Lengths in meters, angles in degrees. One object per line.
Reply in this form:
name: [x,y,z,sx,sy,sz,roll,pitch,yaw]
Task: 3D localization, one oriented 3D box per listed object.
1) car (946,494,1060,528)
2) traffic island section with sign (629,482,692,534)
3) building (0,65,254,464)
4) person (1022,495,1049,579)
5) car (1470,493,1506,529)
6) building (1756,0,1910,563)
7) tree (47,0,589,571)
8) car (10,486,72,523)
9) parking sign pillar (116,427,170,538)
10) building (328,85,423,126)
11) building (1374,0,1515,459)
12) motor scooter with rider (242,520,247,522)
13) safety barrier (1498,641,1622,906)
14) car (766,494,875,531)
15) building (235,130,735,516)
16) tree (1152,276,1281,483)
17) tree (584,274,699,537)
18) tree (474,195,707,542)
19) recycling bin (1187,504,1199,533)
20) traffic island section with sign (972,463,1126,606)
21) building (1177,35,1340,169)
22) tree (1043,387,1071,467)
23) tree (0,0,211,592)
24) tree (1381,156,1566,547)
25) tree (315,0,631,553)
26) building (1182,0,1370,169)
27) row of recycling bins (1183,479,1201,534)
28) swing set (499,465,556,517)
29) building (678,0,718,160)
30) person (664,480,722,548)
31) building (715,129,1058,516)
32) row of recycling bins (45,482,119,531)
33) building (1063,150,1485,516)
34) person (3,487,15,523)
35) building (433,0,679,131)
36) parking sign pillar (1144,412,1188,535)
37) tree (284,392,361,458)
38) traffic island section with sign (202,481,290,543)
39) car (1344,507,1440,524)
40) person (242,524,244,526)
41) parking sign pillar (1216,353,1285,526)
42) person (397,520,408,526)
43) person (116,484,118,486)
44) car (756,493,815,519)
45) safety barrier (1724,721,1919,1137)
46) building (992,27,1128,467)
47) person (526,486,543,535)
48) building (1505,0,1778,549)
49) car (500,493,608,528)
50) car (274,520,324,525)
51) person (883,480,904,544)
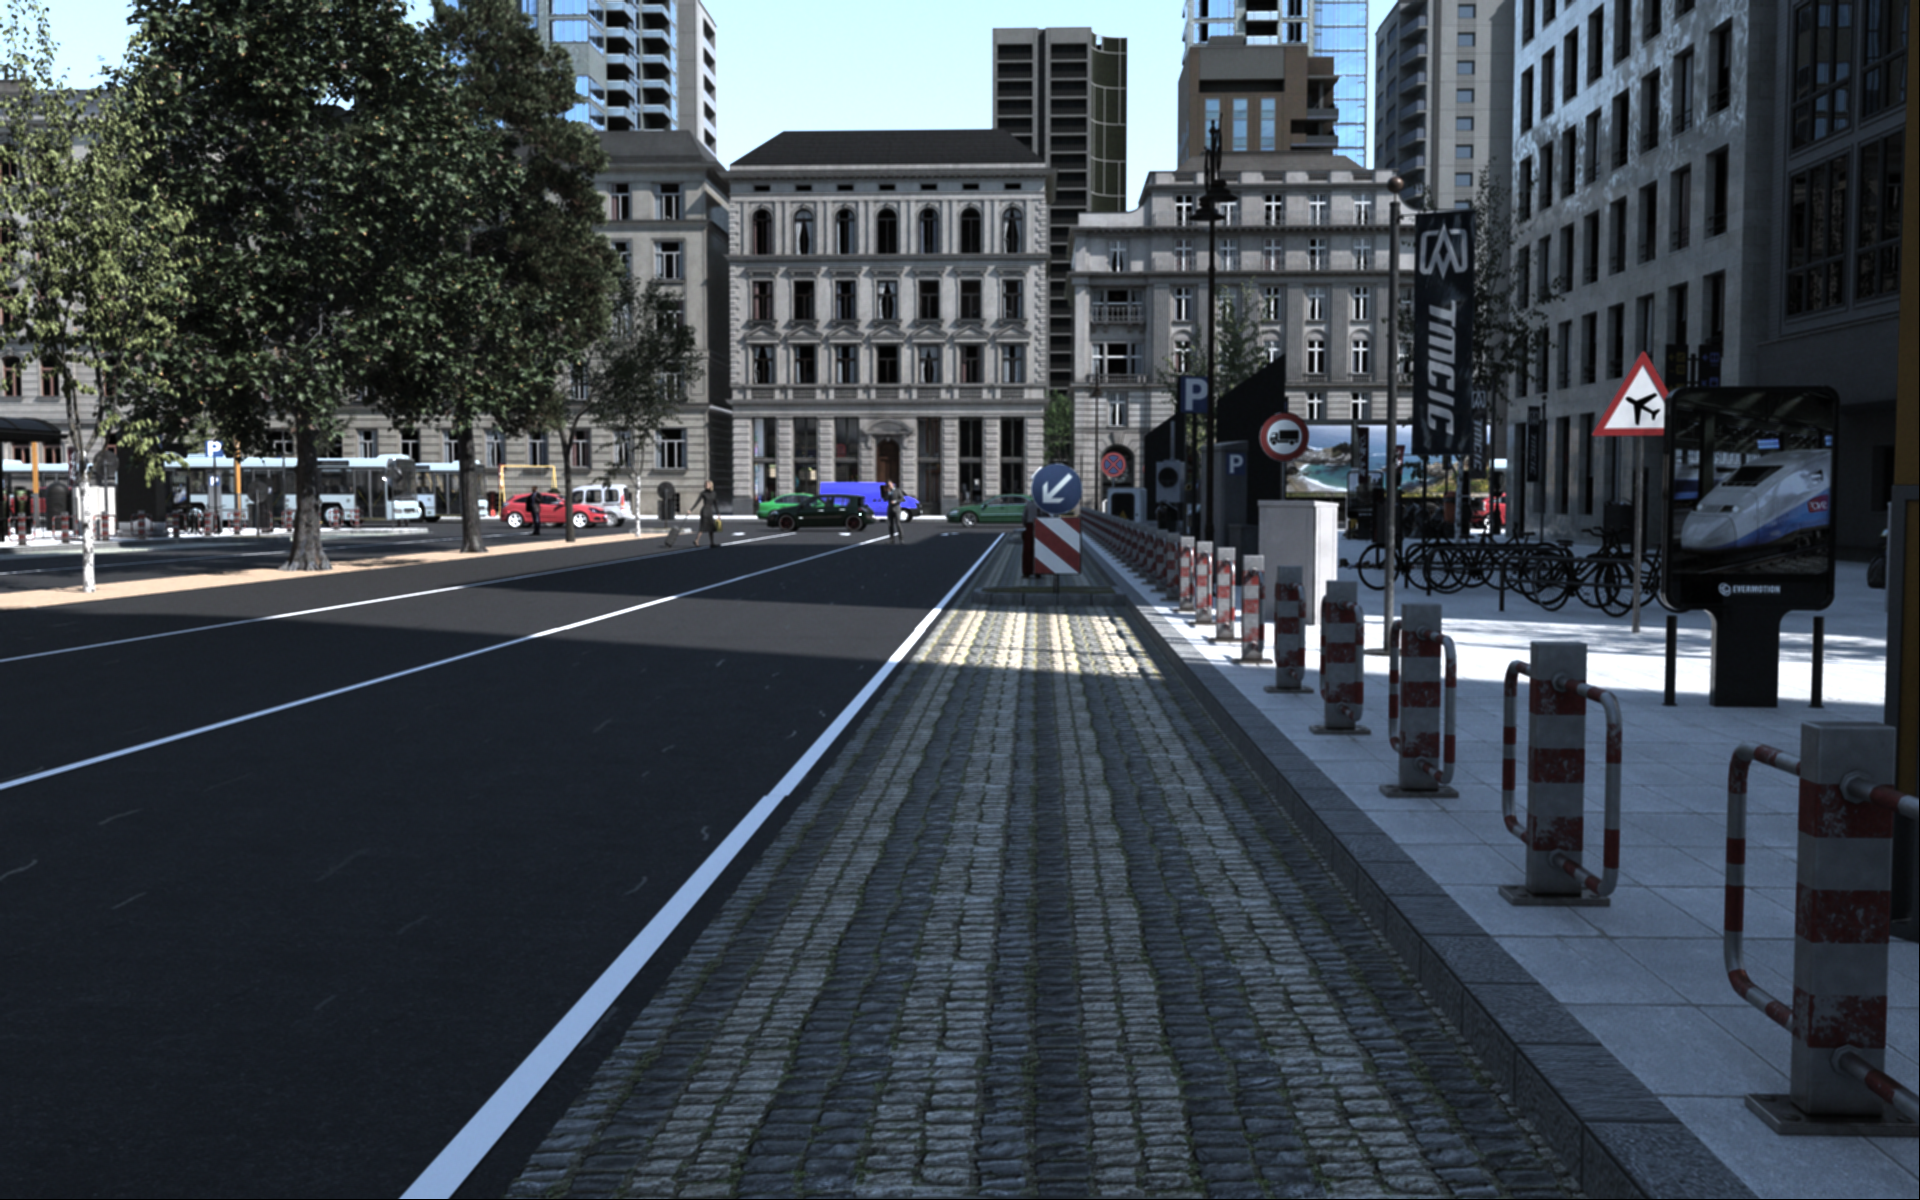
car: [1.848,-3.858,74.871,4.920,1.459,2.131,0,4,1]
traffic island section with sign: [-10.892,-3.380,63.404,2.006,1.907,1.989,0,4,3]
building: [-55.927,-19.778,110.767,23.554,28.519,14.401,0,4,3]
person: [1.258,-1.121,29.302,0.523,1.526,0.387,2,4,29]
car: [22.369,-3.658,68.844,4.494,1.783,2.155,0,4,2]
building: [21.772,-13.919,21.079,14.314,27.812,24.014,0,4,3]
tree: [-12.238,-6.899,32.271,9.611,12.733,9.660,0,3,0]
car: [-44.252,-4.611,84.059,5.304,1.827,2.281,0,4,2]
parking sign pillar: [-24.197,-3.834,51.156,1.447,3.967,1.447,1,4,12]
building: [-67.646,-35.427,202.934,21.600,48.544,21.300,0,4,3]
building: [63.103,-40.077,197.253,28.212,58.520,21.231,0,4,3]
motor scooter with rider: [-37.573,-4.915,89.331,1.986,1.779,0.876,0,4,4]
safety barrier: [1.875,0.540,5.450,0.300,0.817,1.120,0,4,3]
car: [-5.392,-3.511,67.185,4.222,1.686,2.009,0,4,4]
building: [-28.896,-16.960,110.573,30.059,22.955,16.112,0,4,3]
tree: [8.947,-6.631,58.773,4.737,8.622,4.395,0,3,0]
tree: [-10.726,-6.409,57.608,4.360,8.622,3.978,0,3,0]
tree: [-11.538,-7.012,51.510,8.767,10.594,7.601,0,4,3]
recycling bin: [6.336,-2.008,45.381,0.722,1.027,0.722,1,4,13]
traffic island section with sign: [1.169,-0.878,22.980,1.989,1.847,2.006,0,4,3]
building: [28.818,-31.849,170.844,14.600,45.320,14.200,0,4,3]
tree: [10.251,-14.801,167.752,9.928,11.665,9.643,0,3,0]
tree: [-12.607,-4.392,24.632,4.737,8.622,4.395,0,3,0]
tree: [11.298,-5.409,38.807,4.360,8.622,3.978,0,3,0]
tree: [-12.078,-8.084,42.050,7.806,13.903,7.818,0,3,0]
building: [33.318,-53.780,191.966,22.319,86.520,31.000,0,4,3]
row of recycling bins: [6.880,-2.485,47.745,1.069,1.692,3.534,0,4,-3]
swing set: [-23.707,-5.991,95.569,3.119,2.851,2.862,-1,4,-22]
building: [-42.781,-40.315,201.154,28.212,58.520,21.231,0,4,3]
person: [-7.159,-2.315,46.575,1.509,1.804,0.699,0,4,1]
building: [-4.056,-16.975,106.419,19.941,23.489,11.050,0,4,3]
row of recycling bins: [-30.442,-3.306,61.158,3.534,1.692,1.069,0,4,-5]
building: [18.527,-16.227,107.109,24.055,21.916,13.314,0,4,3]
person: [-42.561,-4.166,77.357,0.760,1.731,0.466,-2,4,-28]
building: [-39.562,-52.533,171.582,22.319,86.520,31.000,0,4,3]
parking sign pillar: [6.437,-4.018,54.161,1.447,3.967,1.447,1,4,23]
tree: [-36.918,-9.165,100.210,4.360,8.622,3.978,0,3,0]
traffic island section with sign: [-21.047,-2.613,51.349,1.989,1.847,2.006,0,4,3]
car: [17.921,-3.748,71.070,4.222,1.686,2.009,0,4,1]
person: [-32.596,-4.261,78.319,0.875,1.805,0.789,0,4,1]
parking sign pillar: [5.637,-2.760,33.594,1.447,3.967,1.447,1,4,15]
person: [-25.063,-4.069,77.720,0.574,1.496,0.600,0,4,-8]
person: [-32.649,-3.561,66.825,0.850,1.850,0.679,-1,4,-21]
car: [-7.375,-4.542,83.061,4.718,1.807,1.959,0,4,2]
safety barrier: [1.791,0.658,3.518,0.300,0.817,1.120,0,4,3]
building: [15.453,-50.792,268.697,20.611,71.187,20.563,0,4,3]
person: [-14.780,-3.104,60.072,0.431,1.722,0.655,-3,5,-43]
building: [20.861,-11.438,41.767,10.420,20.320,16.860,0,4,3]
car: [-17.200,-3.940,73.456,4.494,1.783,2.155,0,4,2]
car: [-30.911,-4.369,81.027,3.694,1.707,1.945,0,4,2]
person: [-1.908,-2.550,50.003,0.655,1.846,0.447,2,4,25]
